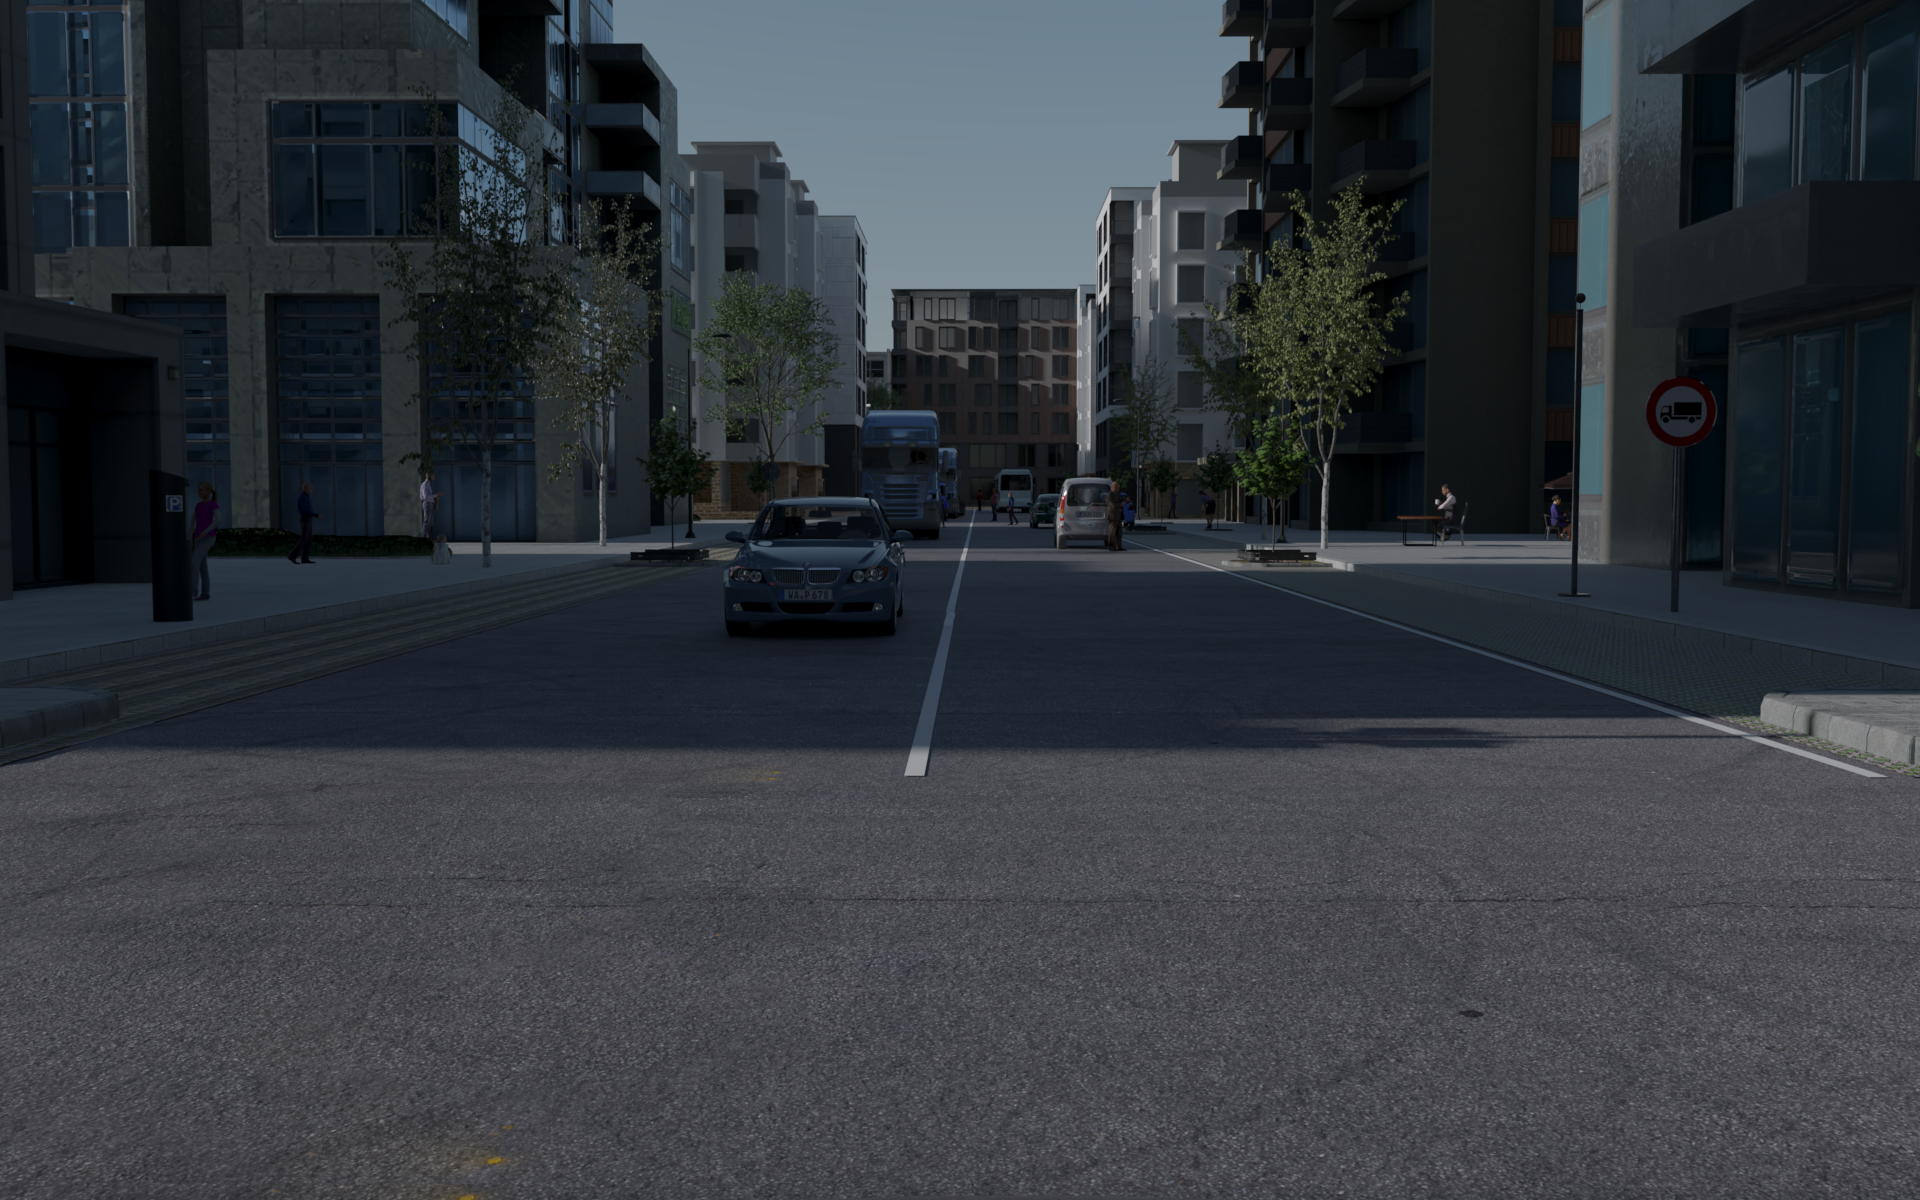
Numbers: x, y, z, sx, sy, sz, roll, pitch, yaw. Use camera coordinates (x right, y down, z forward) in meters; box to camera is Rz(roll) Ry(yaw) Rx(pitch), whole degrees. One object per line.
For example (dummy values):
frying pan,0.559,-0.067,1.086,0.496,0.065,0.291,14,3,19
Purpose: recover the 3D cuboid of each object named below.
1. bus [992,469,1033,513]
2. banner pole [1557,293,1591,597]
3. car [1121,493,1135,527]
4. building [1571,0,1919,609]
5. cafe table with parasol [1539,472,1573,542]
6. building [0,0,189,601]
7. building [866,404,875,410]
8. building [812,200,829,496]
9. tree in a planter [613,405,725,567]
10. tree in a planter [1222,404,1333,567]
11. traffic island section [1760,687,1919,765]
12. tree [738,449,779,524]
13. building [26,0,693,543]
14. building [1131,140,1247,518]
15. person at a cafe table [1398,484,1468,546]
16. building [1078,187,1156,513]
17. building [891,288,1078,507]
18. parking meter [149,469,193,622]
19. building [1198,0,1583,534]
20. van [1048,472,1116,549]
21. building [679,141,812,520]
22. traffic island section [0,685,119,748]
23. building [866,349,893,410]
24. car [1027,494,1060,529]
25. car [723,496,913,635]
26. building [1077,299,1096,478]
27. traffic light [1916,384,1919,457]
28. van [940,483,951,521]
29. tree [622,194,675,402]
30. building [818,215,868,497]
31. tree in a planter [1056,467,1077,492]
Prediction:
bus,4.105,-8.629,135.942,2.948,3.499,13.247,0,4,0
banner pole,7.811,-1.949,21.876,0.401,3.779,0.863,1,4,23
car,6.493,-3.945,74.098,1.945,1.707,3.694,0,4,-1
building,24.573,-24.631,22.330,30.456,49.044,23.786,0,4,1
cafe table with parasol,16.749,-2.559,46.705,2.610,1.966,2.610,-2,4,-26
building,-21.671,-35.526,19.110,20.563,71.187,20.611,0,4,1
building,-21.994,-13.178,157.613,28.070,9.664,9.099,0,4,1
building,-16.001,-15.052,102.524,16.016,20.091,11.380,0,4,1
tree in a planter,-5.774,-2.292,34.691,1.991,3.239,1.994,0,4,1
tree in a planter,6.281,-2.284,34.571,1.991,3.239,1.994,0,4,1
traffic island section,6.017,0.751,10.003,2.009,0.180,2.903,0,4,1
tree,-8.653,-4.914,74.938,1.663,3.219,1.824,0,3,0
building,-21.080,-45.604,58.302,22.319,86.520,31.000,0,4,1
building,18.058,-14.798,98.373,16.016,20.091,11.380,0,4,1
person at a cafe table,11.729,-2.106,42.950,1.622,1.524,1.698,1,4,11
building,24.107,-17.601,131.753,27.936,21.610,32.646,0,4,1
building,9.559,-20.733,182.952,32.646,21.610,27.936,0,4,1
parking meter,-7.962,-0.555,17.481,0.372,1.533,0.369,0,3,0
building,22.008,-25.275,67.869,22.147,44.769,28.867,0,4,1
van,3.376,-2.408,46.380,2.013,2.044,4.112,0,4,1
building,-16.519,-14.358,91.171,16.016,20.091,11.380,0,4,1
traffic island section,-6.364,0.743,10.140,2.009,0.180,2.903,0,4,1
building,-22.556,-19.093,178.620,31.486,18.905,16.747,0,4,1
car,3.909,-3.760,73.281,2.131,1.459,4.920,0,3,0
car,-1.518,-0.435,19.108,2.014,1.417,4.499,0,4,0
building,18.601,-18.229,154.459,16.016,20.091,11.380,0,4,1
traffic light,5.977,-1.282,9.890,0.839,4.253,0.868,0,4,1
van,-1.633,-5.444,93.387,2.240,2.365,5.245,0,4,-1
tree,-8.953,-5.619,42.229,4.360,8.622,3.978,0,3,0
building,-21.631,-17.204,125.261,27.936,21.610,32.646,0,4,1
tree in a planter,7.107,-7.007,111.789,1.991,3.239,1.994,0,4,1
